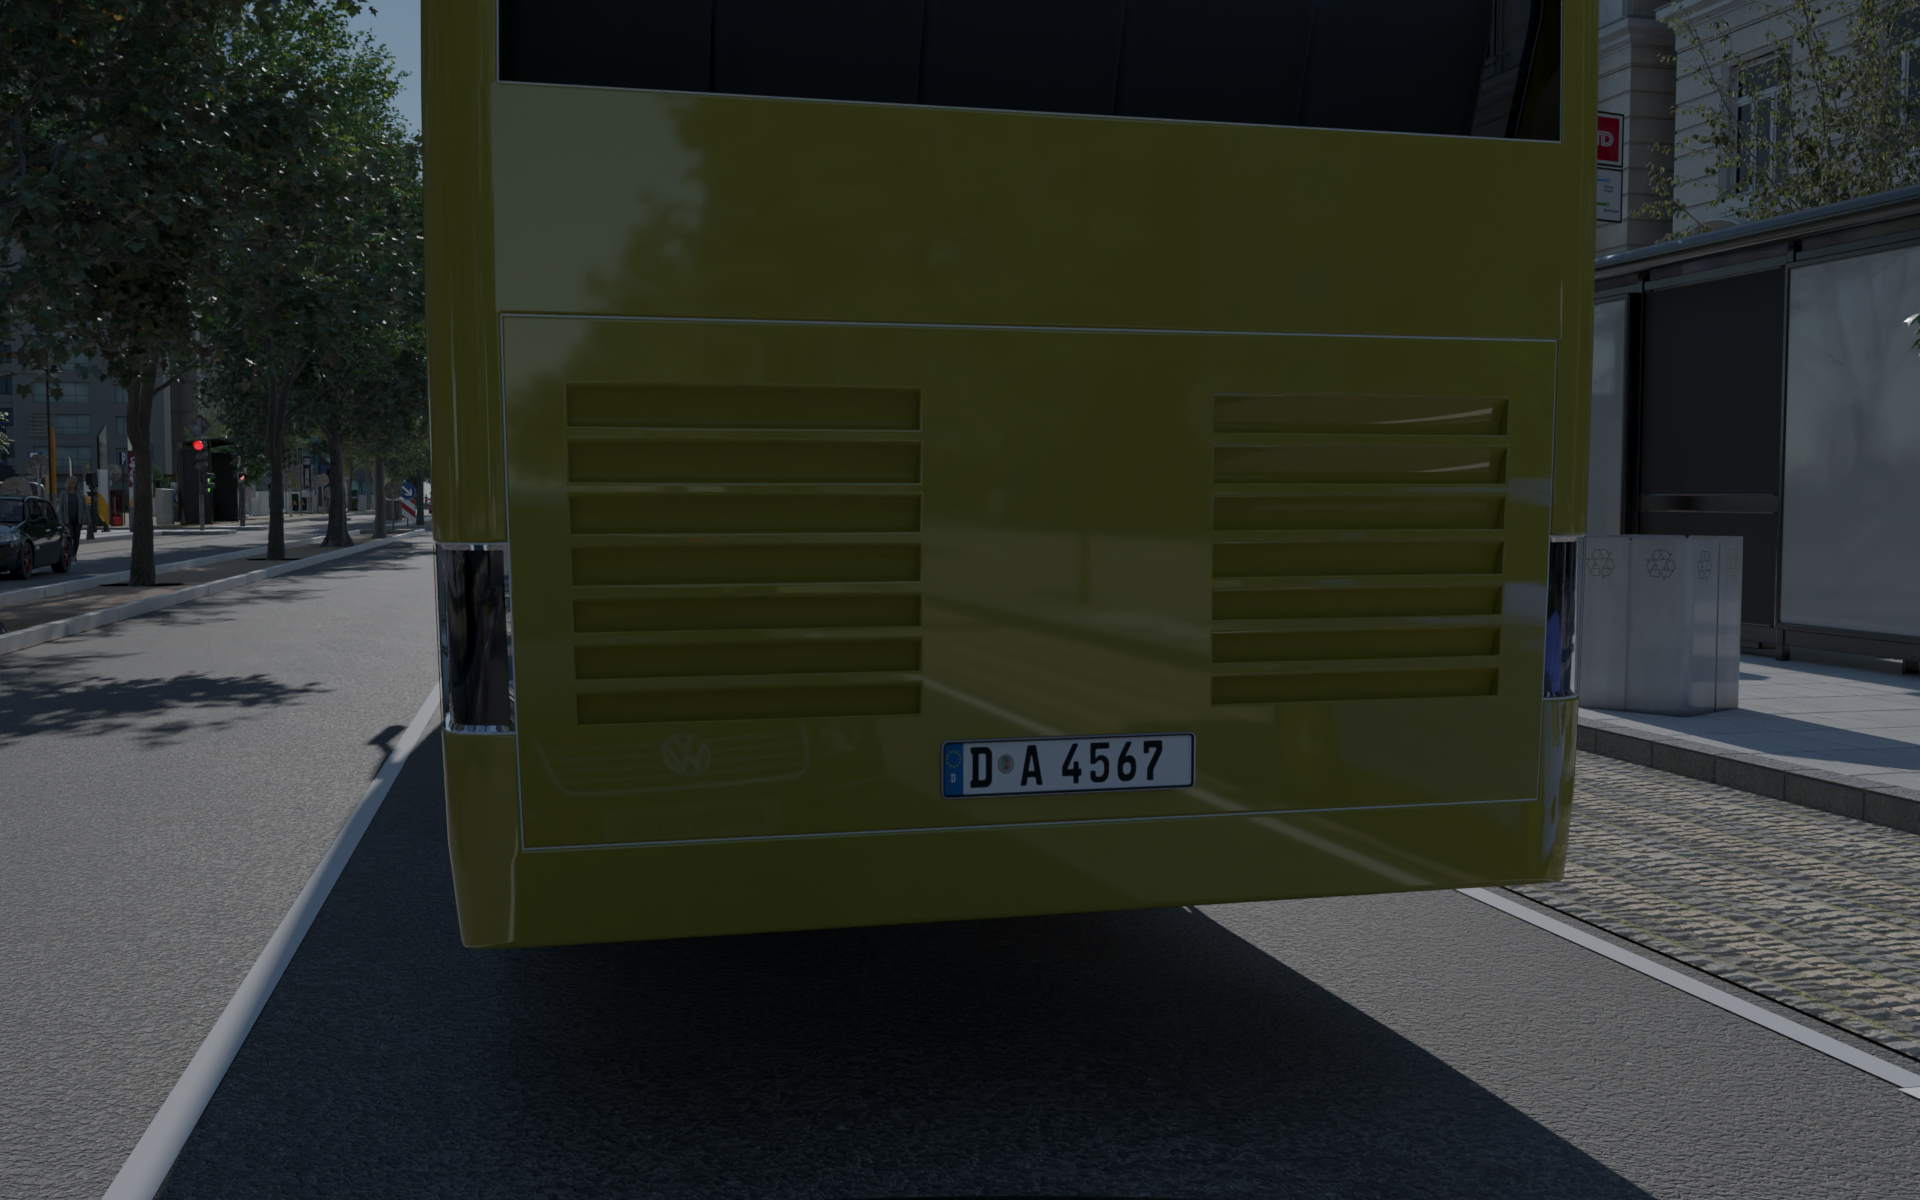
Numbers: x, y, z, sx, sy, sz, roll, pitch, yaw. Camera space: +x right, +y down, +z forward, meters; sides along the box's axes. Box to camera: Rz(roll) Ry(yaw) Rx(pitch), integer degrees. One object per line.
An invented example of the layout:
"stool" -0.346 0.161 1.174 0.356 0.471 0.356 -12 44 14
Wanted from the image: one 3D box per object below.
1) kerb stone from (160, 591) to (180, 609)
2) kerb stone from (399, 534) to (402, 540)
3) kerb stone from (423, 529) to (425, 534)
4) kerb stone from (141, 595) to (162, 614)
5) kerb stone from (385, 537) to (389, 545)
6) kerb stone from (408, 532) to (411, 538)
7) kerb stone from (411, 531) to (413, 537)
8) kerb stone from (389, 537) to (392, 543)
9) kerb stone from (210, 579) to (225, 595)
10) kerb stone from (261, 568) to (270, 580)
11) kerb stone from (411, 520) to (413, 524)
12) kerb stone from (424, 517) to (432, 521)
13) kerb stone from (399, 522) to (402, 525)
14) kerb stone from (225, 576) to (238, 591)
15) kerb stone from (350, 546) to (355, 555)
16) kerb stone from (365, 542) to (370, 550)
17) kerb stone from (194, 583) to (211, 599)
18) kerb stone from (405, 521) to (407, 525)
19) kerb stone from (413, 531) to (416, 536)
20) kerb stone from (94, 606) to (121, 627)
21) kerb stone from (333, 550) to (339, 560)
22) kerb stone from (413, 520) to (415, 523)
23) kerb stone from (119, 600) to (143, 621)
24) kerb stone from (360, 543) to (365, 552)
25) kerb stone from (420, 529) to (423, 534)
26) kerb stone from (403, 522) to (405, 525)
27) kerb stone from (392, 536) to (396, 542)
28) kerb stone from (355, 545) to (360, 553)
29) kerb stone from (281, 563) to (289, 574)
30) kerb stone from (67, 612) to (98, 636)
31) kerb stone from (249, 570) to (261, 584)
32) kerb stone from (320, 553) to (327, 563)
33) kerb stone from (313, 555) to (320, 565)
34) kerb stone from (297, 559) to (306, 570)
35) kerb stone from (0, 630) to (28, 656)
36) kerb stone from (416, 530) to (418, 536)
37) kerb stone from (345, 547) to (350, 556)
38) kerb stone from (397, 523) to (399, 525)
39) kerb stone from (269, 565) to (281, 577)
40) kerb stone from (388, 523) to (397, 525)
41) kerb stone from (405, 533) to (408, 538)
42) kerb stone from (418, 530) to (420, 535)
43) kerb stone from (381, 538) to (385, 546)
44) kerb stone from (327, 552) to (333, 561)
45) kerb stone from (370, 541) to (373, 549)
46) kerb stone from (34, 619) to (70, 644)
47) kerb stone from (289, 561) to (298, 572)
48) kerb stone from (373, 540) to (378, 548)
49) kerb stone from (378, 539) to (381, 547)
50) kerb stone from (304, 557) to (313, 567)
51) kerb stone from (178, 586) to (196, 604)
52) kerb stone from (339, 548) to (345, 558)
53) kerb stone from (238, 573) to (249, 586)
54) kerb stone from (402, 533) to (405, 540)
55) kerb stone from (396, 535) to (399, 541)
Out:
"kerb stone" -10.092 0.015 21.952 0.120 0.150 1.000 -1 4 -13
"kerb stone" -17.240 -1.880 52.925 0.120 0.150 1.000 -1 4 -13
"kerb stone" -19.318 -2.427 61.910 0.120 0.150 1.000 -1 4 -13
"kerb stone" -9.857 0.077 20.941 0.120 0.150 1.000 -1 4 -13
"kerb stone" -16.315 -1.635 48.929 0.120 0.150 1.000 -1 4 -13
"kerb stone" -17.931 -2.061 55.927 0.120 0.150 1.000 -1 4 -13
"kerb stone" -18.164 -2.124 56.923 0.120 0.150 1.000 -1 4 -13
"kerb stone" -16.550 -1.696 49.932 0.120 0.150 1.000 -1 4 -13
"kerb stone" -10.779 -0.168 24.940 0.120 0.150 1.000 -1 4 -13
"kerb stone" -11.713 -0.412 28.941 0.120 0.150 1.000 -1 4 -13
"kerb stone" -26.089 -3.652 81.906 0.120 0.150 1.000 -1 4 -13
"kerb stone" -28.862 -4.387 93.916 0.120 0.150 1.000 -1 4 -13
"kerb stone" -24.702 -3.278 75.922 0.120 0.150 1.000 -1 4 -13
"kerb stone" -11.010 -0.228 25.936 0.120 0.150 1.000 -1 4 -13
"kerb stone" -14.472 -1.145 40.922 0.120 0.150 1.000 -1 4 -13
"kerb stone" -15.159 -1.329 43.928 0.120 0.150 1.000 -1 4 -13
"kerb stone" -10.556 -0.107 23.942 0.120 0.150 1.000 -1 4 -13
"kerb stone" -25.403 -3.469 78.910 0.120 0.150 1.000 -1 4 -13
"kerb stone" -18.393 -2.185 57.920 0.120 0.150 1.000 -1 4 -13
"kerb stone" -9.401 0.199 18.947 0.120 0.150 1.000 -1 4 -13
"kerb stone" -13.776 -0.959 37.918 0.120 0.150 1.000 -1 4 -13
"kerb stone" -26.320 -3.713 82.903 0.120 0.150 1.000 -1 4 -13
"kerb stone" -9.626 0.138 19.944 0.120 0.150 1.000 -1 4 -13
"kerb stone" -14.932 -1.268 42.928 0.120 0.150 1.000 -1 4 -13
"kerb stone" -19.090 -2.368 60.913 0.120 0.150 1.000 -1 4 -13
"kerb stone" -25.167 -3.408 77.913 0.120 0.150 1.000 -1 4 -13
"kerb stone" -16.784 -1.757 50.927 0.120 0.150 1.000 -1 4 -13
"kerb stone" -14.709 -1.205 41.923 0.120 0.150 1.000 -1 4 -13
"kerb stone" -12.170 -0.535 30.936 0.120 0.150 1.000 -1 4 -13
"kerb stone" -9.164 0.259 17.953 0.120 0.150 1.000 -1 4 -13
"kerb stone" -11.473 -0.351 27.942 0.120 0.150 1.000 -1 4 -13
"kerb stone" -13.316 -0.840 35.925 0.120 0.150 1.000 -1 4 -13
"kerb stone" -13.090 -0.779 34.928 0.120 0.150 1.000 -1 4 -13
"kerb stone" -12.627 -0.656 32.929 0.120 0.150 1.000 -1 4 -13
"kerb stone" -8.709 0.382 15.949 0.120 0.150 1.000 -1 4 -13
"kerb stone" -18.628 -2.242 58.915 0.120 0.150 1.000 -1 4 -13
"kerb stone" -14.244 -1.084 39.921 0.120 0.150 1.000 -1 4 -13
"kerb stone" -24.471 -3.225 74.926 0.120 0.150 1.000 -1 4 -13
"kerb stone" -11.932 -0.474 29.940 0.120 0.150 1.000 -1 4 -13
"kerb stone" -24.246 -3.164 73.921 0.120 0.150 1.000 -1 4 -13
"kerb stone" -17.703 -2.002 54.931 0.120 0.150 1.000 -1 4 -13
"kerb stone" -18.859 -2.305 59.912 0.120 0.150 1.000 -1 4 -13
"kerb stone" -16.088 -1.570 47.933 0.120 0.150 1.000 -1 4 -13
"kerb stone" -13.551 -0.901 36.919 0.120 0.150 1.000 -1 4 -13
"kerb stone" -15.402 -1.391 44.936 0.120 0.150 1.000 -1 4 -13
"kerb stone" -8.945 0.321 16.950 0.120 0.150 1.000 -1 4 -13
"kerb stone" -12.400 -0.596 31.932 0.120 0.150 1.000 -1 4 -13
"kerb stone" -15.630 -1.448 45.935 0.120 0.150 1.000 -1 4 -13
"kerb stone" -15.862 -1.513 46.933 0.120 0.150 1.000 -1 4 -13
"kerb stone" -12.858 -0.718 33.928 0.120 0.150 1.000 -1 4 -13
"kerb stone" -10.324 -0.046 22.947 0.120 0.150 1.000 -1 4 -13
"kerb stone" -14.007 -1.023 38.926 0.120 0.150 1.000 -1 4 -13
"kerb stone" -11.246 -0.286 26.942 0.120 0.150 1.000 -1 4 -13
"kerb stone" -17.477 -1.936 53.932 0.120 0.150 1.000 -1 4 -13
"kerb stone" -17.010 -1.813 51.928 0.120 0.150 1.000 -1 4 -13
